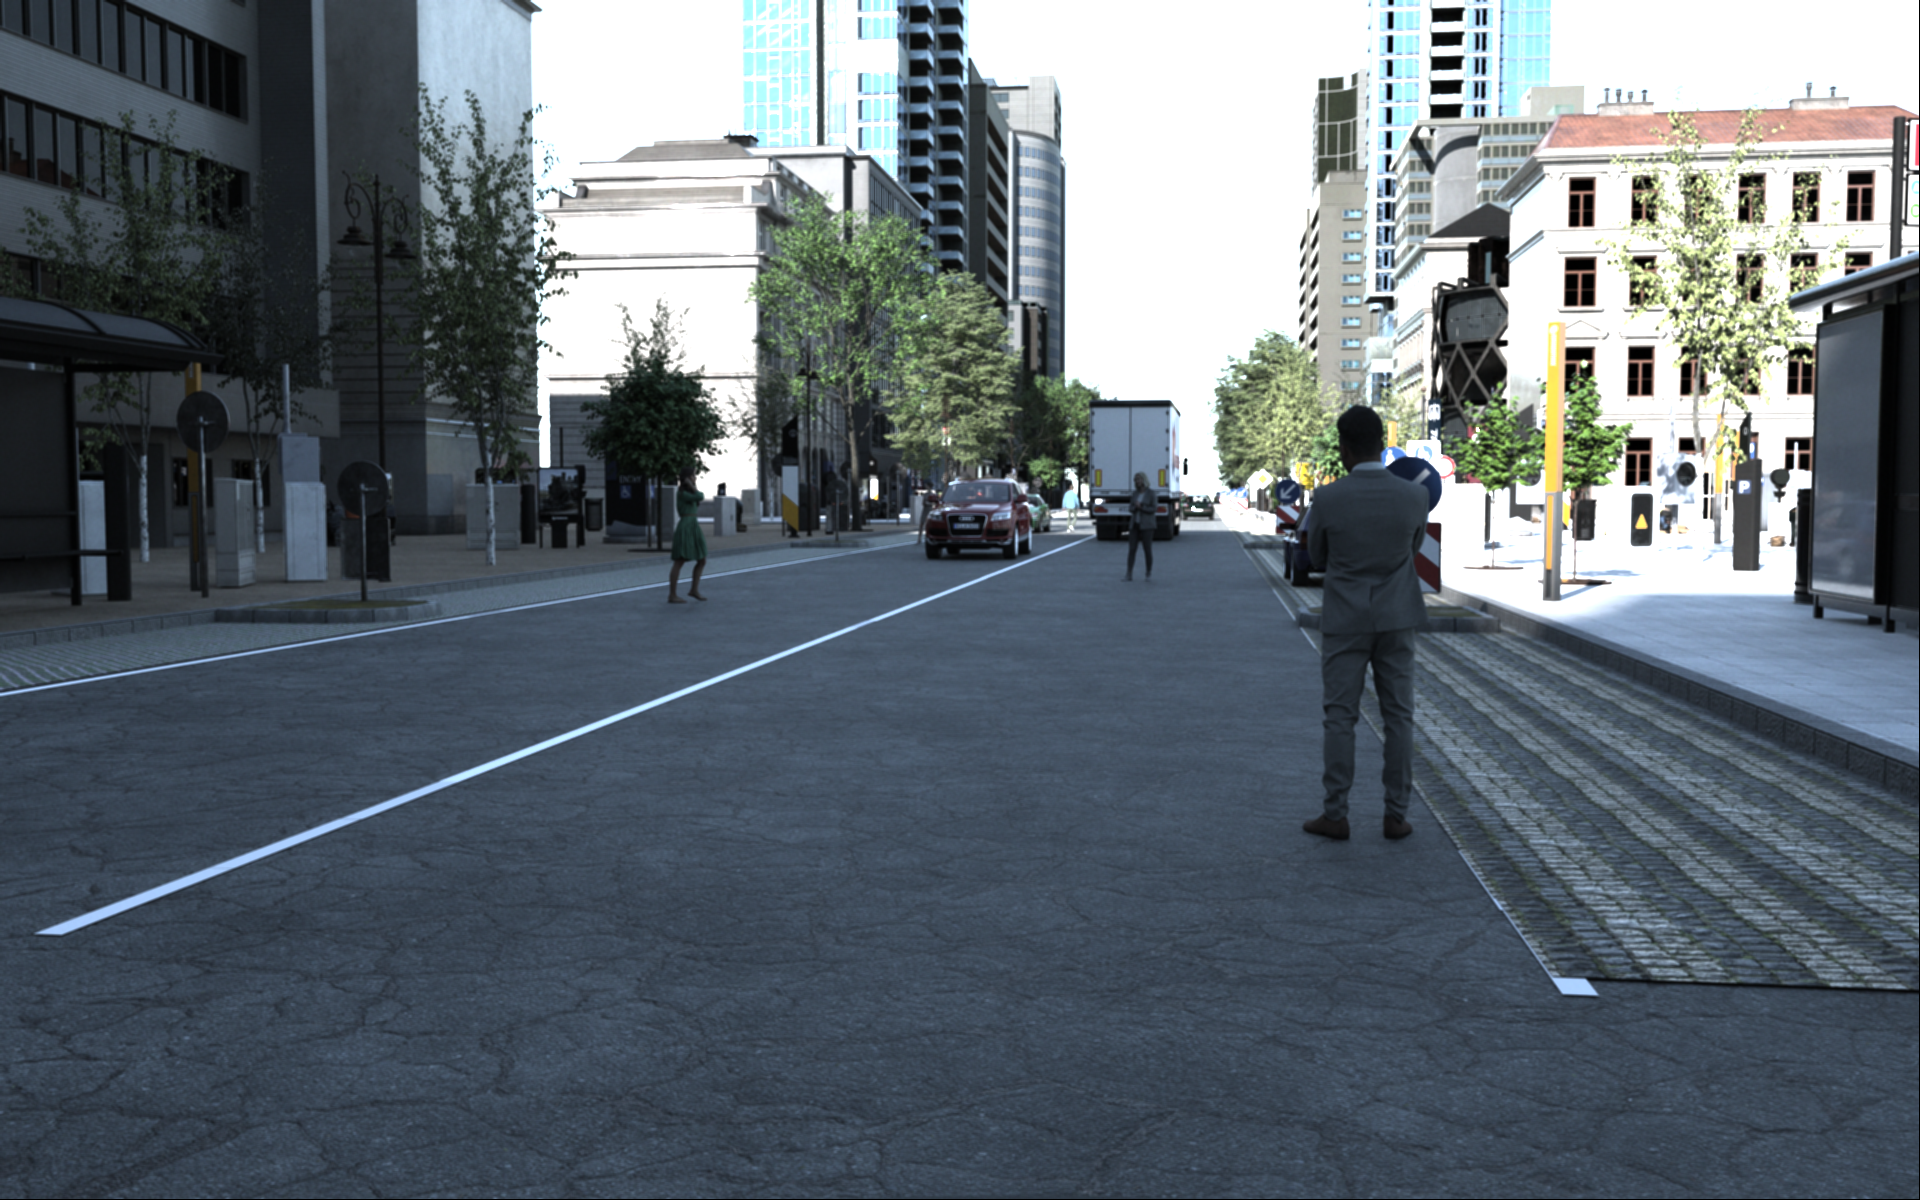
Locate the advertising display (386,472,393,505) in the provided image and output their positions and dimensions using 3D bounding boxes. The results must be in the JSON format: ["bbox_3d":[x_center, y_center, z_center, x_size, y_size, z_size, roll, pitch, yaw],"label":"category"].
[{"bbox_3d":[-16.724,-2.719,49.664,0.123,1.923,0.974,3,5,42],"label":"advertising display"}]

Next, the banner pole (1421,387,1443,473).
[{"bbox_3d":[10.910,-3.074,40.274,0.401,3.779,0.863,-2,4,-24],"label":"banner pole"}]

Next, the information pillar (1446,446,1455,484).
[{"bbox_3d":[21.690,-5.214,76.605,0.183,3.616,0.504,-2,4,-24],"label":"information pillar"}]

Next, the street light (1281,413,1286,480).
[{"bbox_3d":[18.179,-7.620,97.377,0.468,5.910,1.993,0,4,8],"label":"street light"}]

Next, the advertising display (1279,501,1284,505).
[{"bbox_3d":[16.645,-5.190,90.066,0.123,1.923,0.974,1,4,9],"label":"advertising display"}]

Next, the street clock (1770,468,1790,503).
[{"bbox_3d":[23.229,-2.723,49.096,0.471,2.002,0.358,0,4,-1],"label":"street clock"}]

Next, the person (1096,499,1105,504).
[{"bbox_3d":[5.629,-3.769,69.998,0.514,1.842,0.818,2,4,35],"label":"person"}]

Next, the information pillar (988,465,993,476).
[{"bbox_3d":[2.318,-8.765,134.655,0.504,3.616,0.183,3,4,38],"label":"information pillar"}]

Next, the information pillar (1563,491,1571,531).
[{"bbox_3d":[21.141,-4.235,60.594,0.183,3.616,0.504,-2,4,-33],"label":"information pillar"}]

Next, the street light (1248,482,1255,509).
[{"bbox_3d":[25.727,-10.930,151.492,0.468,5.910,1.993,0,4,8],"label":"street light"}]

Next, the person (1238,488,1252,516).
[{"bbox_3d":[17.585,-5.996,106.647,0.853,1.813,0.709,0,4,-2],"label":"person"}]

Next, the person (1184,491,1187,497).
[{"bbox_3d":[22.157,-9.885,170.671,0.434,1.755,0.990,-1,4,-14],"label":"person"}]

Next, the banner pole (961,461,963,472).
[{"bbox_3d":[0.090,-6.472,95.831,0.401,3.779,0.863,0,4,6],"label":"banner pole"}]

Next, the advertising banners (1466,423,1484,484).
[{"bbox_3d":[12.096,-2.876,43.204,2.074,3.025,0.090,1,4,19],"label":"advertising banners"}]

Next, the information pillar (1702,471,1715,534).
[{"bbox_3d":[24.072,-3.139,55.808,0.304,2.012,0.304,-3,5,-43],"label":"information pillar"}]

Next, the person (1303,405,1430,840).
[{"bbox_3d":[1.708,0.083,7.332,0.511,1.800,0.466,-1,4,-11],"label":"person"}]

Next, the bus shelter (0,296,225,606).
[{"bbox_3d":[-9.816,-1.432,17.337,2.014,3.302,5.546,0,4,8],"label":"bus shelter"}]

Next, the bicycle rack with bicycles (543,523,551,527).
[{"bbox_3d":[-17.234,-3.375,68.556,2.925,0.926,2.852,1,4,21],"label":"bicycle rack with bicycles"}]

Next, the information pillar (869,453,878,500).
[{"bbox_3d":[-4.997,-6.634,99.819,0.504,3.616,0.183,0,4,5],"label":"information pillar"}]

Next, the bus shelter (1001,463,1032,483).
[{"bbox_3d":[4.339,-8.635,132.467,1.731,3.624,6.357,0,4,8],"label":"bus shelter"}]

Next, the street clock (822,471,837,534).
[{"bbox_3d":[-4.149,-3.085,55.013,0.358,2.002,0.471,3,5,40],"label":"street clock"}]

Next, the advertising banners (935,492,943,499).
[{"bbox_3d":[-1.920,-7.073,111.826,2.074,3.025,0.090,-2,4,-25],"label":"advertising banners"}]

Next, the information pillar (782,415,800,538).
[{"bbox_3d":[-4.972,-3.641,50.877,0.504,3.616,0.183,0,4,-6],"label":"information pillar"}]

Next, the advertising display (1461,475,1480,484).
[{"bbox_3d":[16.749,-3.155,56.806,0.123,1.923,0.974,-1,4,-16],"label":"advertising display"}]

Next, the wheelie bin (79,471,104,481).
[{"bbox_3d":[-12.221,-0.998,24.225,0.980,1.594,0.693,-2,4,-26],"label":"wheelie bin"}]

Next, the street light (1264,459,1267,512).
[{"bbox_3d":[21.930,-9.258,124.150,0.468,5.910,1.993,0,4,8],"label":"street light"}]

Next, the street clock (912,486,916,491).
[{"bbox_3d":[-4.054,-9.138,153.984,0.358,2.002,0.471,-1,4,-19],"label":"street clock"}]

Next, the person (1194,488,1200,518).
[{"bbox_3d":[14.441,-5.921,105.526,0.478,1.798,0.641,0,4,-7],"label":"person"}]

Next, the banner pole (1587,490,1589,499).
[{"bbox_3d":[25.072,-4.795,68.422,0.863,3.779,0.401,1,4,18],"label":"banner pole"}]

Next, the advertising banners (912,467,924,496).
[{"bbox_3d":[-2.567,-6.606,104.189,0.090,3.025,2.074,1,4,20],"label":"advertising banners"}]

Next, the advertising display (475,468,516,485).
[{"bbox_3d":[-11.551,-2.319,43.130,0.974,1.923,0.123,-1,4,-20],"label":"advertising display"}]

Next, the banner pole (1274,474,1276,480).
[{"bbox_3d":[26.179,-9.423,144.076,0.401,3.779,0.863,2,4,25],"label":"banner pole"}]

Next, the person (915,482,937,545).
[{"bbox_3d":[-0.946,-2.426,48.504,0.599,1.781,0.374,2,4,34],"label":"person"}]

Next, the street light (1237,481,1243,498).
[{"bbox_3d":[36.480,-15.566,227.293,0.468,5.910,1.993,0,4,8],"label":"street light"}]

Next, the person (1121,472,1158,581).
[{"bbox_3d":[2.997,-1.217,28.578,0.537,1.800,0.526,3,5,42],"label":"person"}]

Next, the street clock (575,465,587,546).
[{"bbox_3d":[-9.436,-2.353,43.040,0.358,2.002,0.471,0,4,-5],"label":"street clock"}]

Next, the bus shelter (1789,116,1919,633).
[{"bbox_3d":[9.423,-2.362,16.243,2.179,5.291,8.768,0,4,8],"label":"bus shelter"}]

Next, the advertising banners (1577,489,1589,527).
[{"bbox_3d":[22.985,-4.154,64.109,0.090,3.025,2.074,2,4,34],"label":"advertising banners"}]

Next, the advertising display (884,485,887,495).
[{"bbox_3d":[-5.197,-7.051,120.501,0.123,1.923,0.974,0,4,-6],"label":"advertising display"}]

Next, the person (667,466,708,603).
[{"bbox_3d":[-3.609,-0.866,22.903,0.529,1.795,0.600,0,4,-5],"label":"person"}]

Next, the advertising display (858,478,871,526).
[{"bbox_3d":[-3.960,-4.010,70.784,0.123,1.923,0.974,-3,4,-37],"label":"advertising display"}]

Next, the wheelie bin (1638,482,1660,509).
[{"bbox_3d":[17.628,-2.245,44.620,0.693,1.594,0.980,0,4,2],"label":"wheelie bin"}]

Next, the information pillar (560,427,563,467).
[{"bbox_3d":[-13.934,-4.237,60.627,0.183,3.616,0.504,-1,4,-12],"label":"information pillar"}]

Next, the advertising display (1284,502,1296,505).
[{"bbox_3d":[17.439,-5.270,91.375,0.974,1.923,0.123,-2,4,-28],"label":"advertising display"}]

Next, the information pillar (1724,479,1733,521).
[{"bbox_3d":[37.208,-4.849,83.777,0.304,2.012,0.304,-1,4,-14],"label":"information pillar"}]

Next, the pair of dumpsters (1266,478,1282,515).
[{"bbox_3d":[20.263,-6.550,109.583,1.574,2.255,4.437,0,4,8],"label":"pair of dumpsters"}]

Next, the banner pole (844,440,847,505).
[{"bbox_3d":[-5.308,-5.516,80.197,0.401,3.779,0.863,0,4,-7],"label":"banner pole"}]

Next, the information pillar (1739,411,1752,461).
[{"bbox_3d":[22.314,-3.542,49.268,0.183,3.616,0.504,0,4,-6],"label":"information pillar"}]

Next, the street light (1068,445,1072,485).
[{"bbox_3d":[9.970,-11.188,155.716,0.468,5.910,1.993,0,4,8],"label":"street light"}]

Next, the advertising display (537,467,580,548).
[{"bbox_3d":[-9.512,-2.193,41.069,0.974,1.923,0.123,-1,4,-14],"label":"advertising display"}]

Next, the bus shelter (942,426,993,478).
[{"bbox_3d":[0.399,-7.741,104.202,2.179,5.291,8.768,0,4,8],"label":"bus shelter"}]

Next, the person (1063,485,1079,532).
[{"bbox_3d":[4.175,-3.441,65.106,0.601,1.785,0.444,2,4,27],"label":"person"}]
